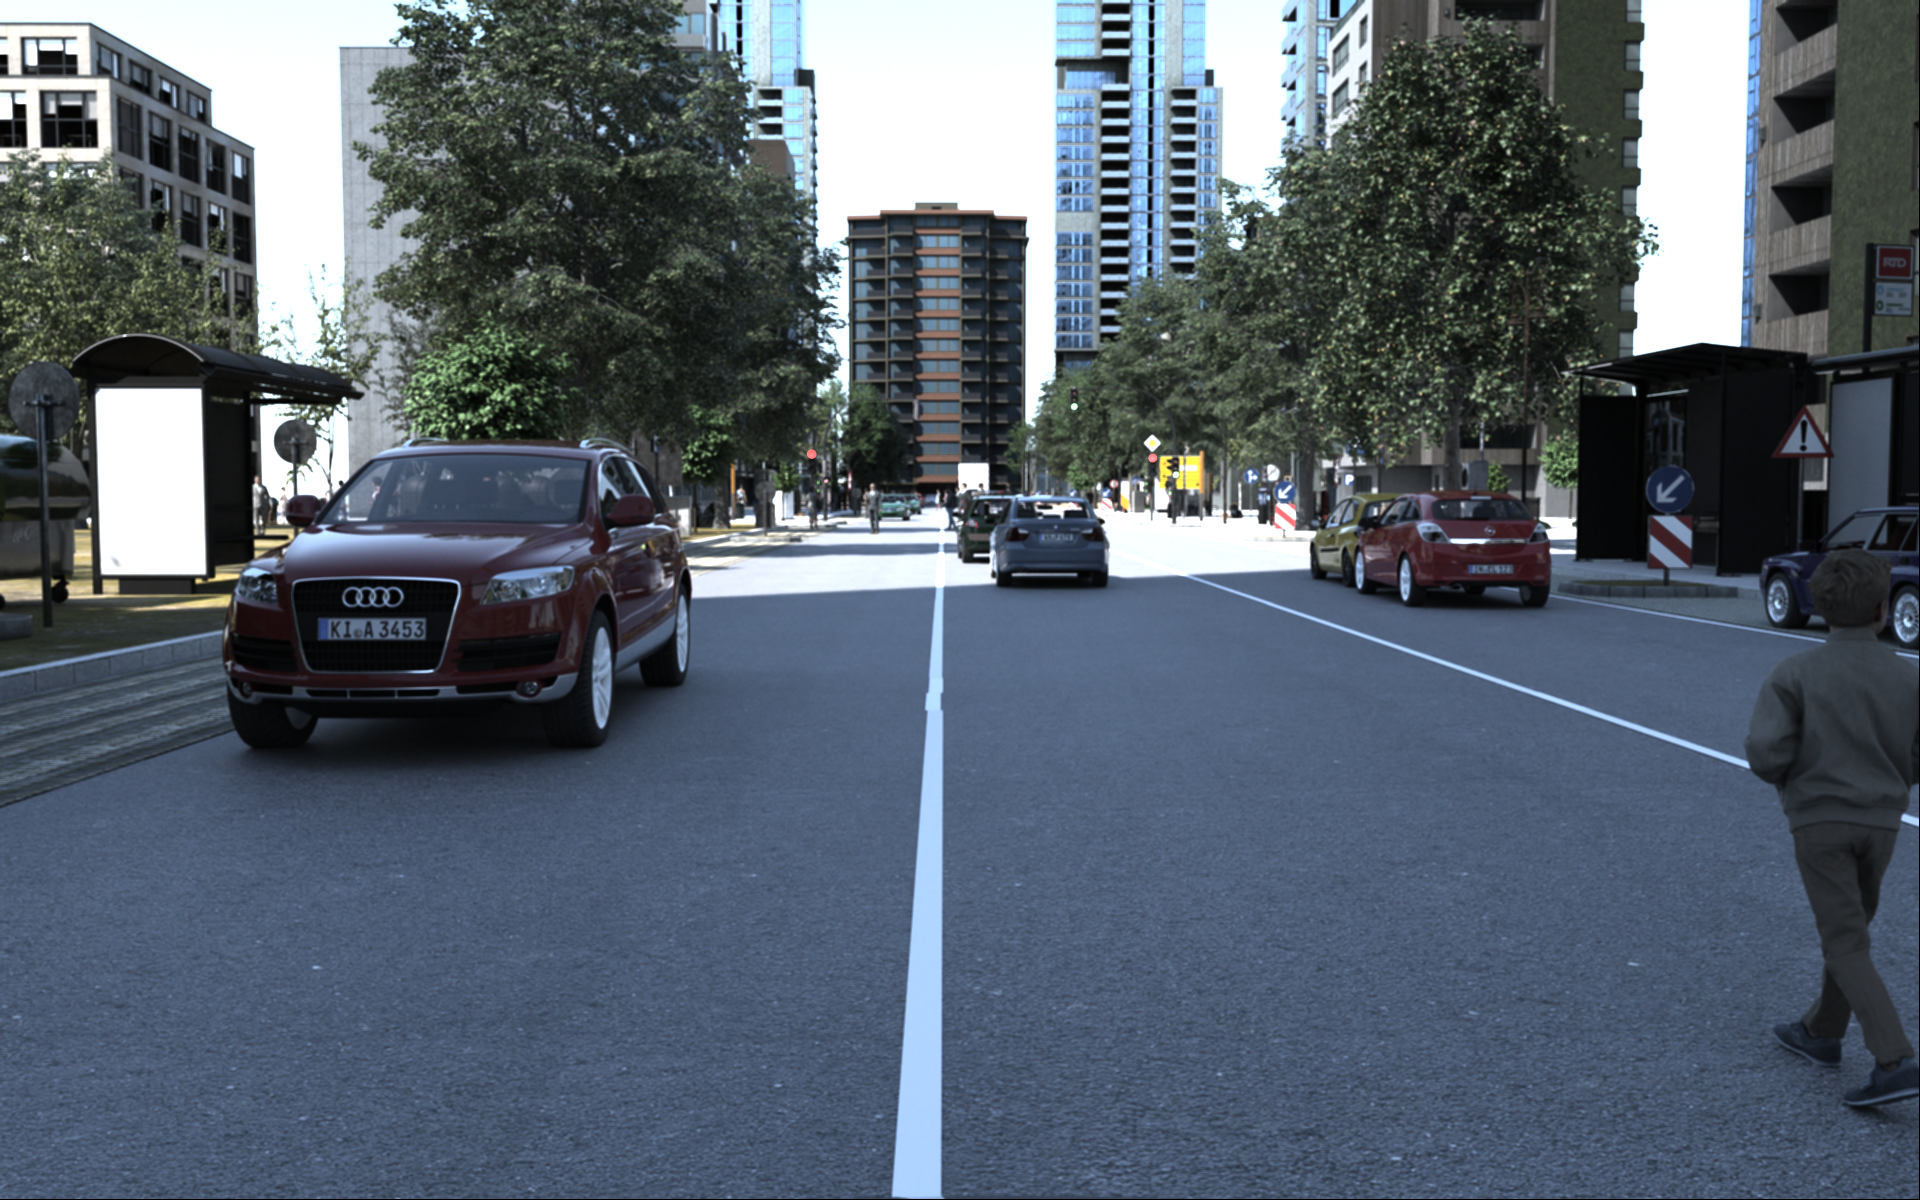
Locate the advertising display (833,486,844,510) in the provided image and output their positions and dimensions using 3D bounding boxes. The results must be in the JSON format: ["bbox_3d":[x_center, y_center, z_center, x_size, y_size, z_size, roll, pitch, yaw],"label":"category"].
[{"bbox_3d":[-9.756,-8.192,139.153,0.974,1.923,0.123,1,4,17],"label":"advertising display"}]

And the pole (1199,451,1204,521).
[{"bbox_3d":[11.414,-5.380,81.813,0.158,3.312,0.155,0,3,0],"label":"pole"}]

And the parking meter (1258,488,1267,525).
[{"bbox_3d":[12.716,-3.934,72.724,0.372,1.533,0.369,0,3,0],"label":"parking meter"}]

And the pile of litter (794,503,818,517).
[{"bbox_3d":[-9.199,-5.128,97.802,1.176,0.858,1.719,3,5,44],"label":"pile of litter"}]

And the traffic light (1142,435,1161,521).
[{"bbox_3d":[9.091,-5.706,82.213,0.839,4.253,0.868,0,4,-1],"label":"traffic light"}]

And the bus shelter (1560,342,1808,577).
[{"bbox_3d":[12.267,-2.361,29.893,1.731,3.624,6.357,0,4,-1],"label":"bus shelter"}]

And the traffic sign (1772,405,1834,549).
[{"bbox_3d":[12.364,-1.557,25.462,0.884,2.594,0.081,0,4,3],"label":"traffic sign"}]

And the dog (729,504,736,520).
[{"bbox_3d":[-11.034,-4.278,84.333,0.513,0.831,0.800,0,4,8],"label":"dog"}]

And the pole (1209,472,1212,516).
[{"bbox_3d":[14.817,-6.641,102.423,0.158,3.312,0.155,0,3,0],"label":"pole"}]

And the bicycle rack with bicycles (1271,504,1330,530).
[{"bbox_3d":[12.592,-3.023,62.803,2.925,0.926,2.852,0,4,-5],"label":"bicycle rack with bicycles"}]

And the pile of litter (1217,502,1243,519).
[{"bbox_3d":[14.049,-4.665,90.243,1.719,0.858,1.176,-2,4,-27],"label":"pile of litter"}]

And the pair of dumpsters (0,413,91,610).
[{"bbox_3d":[-10.996,-0.967,18.307,1.574,2.255,4.437,0,4,-1],"label":"pair of dumpsters"}]

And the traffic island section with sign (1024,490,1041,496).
[{"bbox_3d":[8.167,-10.740,184.234,1.989,1.847,2.006,0,4,-1],"label":"traffic island section with sign"}]

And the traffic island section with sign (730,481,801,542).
[{"bbox_3d":[-5.791,-2.644,51.855,1.989,1.847,2.006,0,4,-1],"label":"traffic island section with sign"}]

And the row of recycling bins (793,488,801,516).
[{"bbox_3d":[-9.807,-5.742,100.987,1.069,1.692,3.534,0,4,-2],"label":"row of recycling bins"}]

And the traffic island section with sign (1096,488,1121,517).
[{"bbox_3d":[8.910,-6.049,107.532,1.989,1.847,2.006,0,4,-1],"label":"traffic island section with sign"}]

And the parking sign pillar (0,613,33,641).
[{"bbox_3d":[-9.054,-1.639,15.266,1.447,3.967,1.447,-2,4,-27],"label":"parking sign pillar"}]

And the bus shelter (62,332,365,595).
[{"bbox_3d":[-10.325,-1.869,24.486,2.014,3.302,5.546,0,4,0],"label":"bus shelter"}]

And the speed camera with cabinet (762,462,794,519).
[{"bbox_3d":[-9.578,-5.866,90.251,2.038,3.252,0.660,3,4,38],"label":"speed camera with cabinet"}]

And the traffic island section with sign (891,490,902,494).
[{"bbox_3d":[-7.297,-12.374,210.943,1.989,1.847,2.006,0,4,-1],"label":"traffic island section with sign"}]

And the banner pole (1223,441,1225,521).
[{"bbox_3d":[12.428,-5.600,81.578,0.401,3.779,0.863,1,4,14],"label":"banner pole"}]

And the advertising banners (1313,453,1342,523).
[{"bbox_3d":[15.583,-4.762,74.039,2.074,3.025,0.090,-2,4,-33],"label":"advertising banners"}]

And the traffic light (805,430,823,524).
[{"bbox_3d":[-6.294,-5.208,74.067,0.839,4.253,0.868,0,4,-1],"label":"traffic light"}]

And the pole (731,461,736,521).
[{"bbox_3d":[-10.907,-5.472,83.303,0.158,3.312,0.155,0,3,0],"label":"pole"}]

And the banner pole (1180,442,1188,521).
[{"bbox_3d":[10.854,-5.728,83.671,0.401,3.779,0.863,0,4,1],"label":"banner pole"}]

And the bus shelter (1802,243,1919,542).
[{"bbox_3d":[14.354,-2.925,25.464,2.179,5.291,8.768,0,4,-1],"label":"bus shelter"}]

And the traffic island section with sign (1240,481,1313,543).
[{"bbox_3d":[9.432,-2.631,51.652,1.989,1.847,2.006,0,4,-1],"label":"traffic island section with sign"}]

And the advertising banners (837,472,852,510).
[{"bbox_3d":[-9.032,-8.521,135.507,0.090,3.025,2.074,-3,4,-37],"label":"advertising banners"}]

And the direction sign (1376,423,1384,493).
[{"bbox_3d":[12.134,-3.554,50.103,0.379,3.537,0.876,0,4,1],"label":"direction sign"}]

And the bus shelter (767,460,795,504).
[{"bbox_3d":[-11.940,-7.724,117.571,1.731,3.624,6.357,0,4,-1],"label":"bus shelter"}]

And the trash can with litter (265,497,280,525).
[{"bbox_3d":[-29.028,-3.781,73.204,0.624,1.170,1.055,-2,4,-26],"label":"trash can with litter"}]

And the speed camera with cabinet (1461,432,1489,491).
[{"bbox_3d":[14.271,-3.320,48.616,0.660,3.252,2.038,0,4,3],"label":"speed camera with cabinet"}]

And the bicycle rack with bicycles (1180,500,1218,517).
[{"bbox_3d":[13.612,-5.284,99.769,2.852,0.926,2.925,-1,4,-9],"label":"bicycle rack with bicycles"}]

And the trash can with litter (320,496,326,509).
[{"bbox_3d":[-30.288,-4.437,83.594,1.678,1.210,2.233,2,4,28],"label":"trash can with litter"}]

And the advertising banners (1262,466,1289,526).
[{"bbox_3d":[12.752,-4.531,70.273,0.090,3.025,2.074,3,5,43],"label":"advertising banners"}]

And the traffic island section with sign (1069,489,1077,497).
[{"bbox_3d":[8.644,-7.727,134.957,1.989,1.847,2.006,0,4,-1],"label":"traffic island section with sign"}]

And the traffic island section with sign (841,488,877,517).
[{"bbox_3d":[-6.321,-6.004,106.791,1.989,1.847,2.006,0,4,-1],"label":"traffic island section with sign"}]

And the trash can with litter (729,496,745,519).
[{"bbox_3d":[-11.448,-4.692,88.106,1.055,1.170,0.624,0,4,4],"label":"trash can with litter"}]

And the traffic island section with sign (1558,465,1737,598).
[{"bbox_3d":[9.691,-0.983,24.698,1.989,1.847,2.006,0,4,-1],"label":"traffic island section with sign"}]

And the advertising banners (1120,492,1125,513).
[{"bbox_3d":[11.210,-7.488,118.617,0.090,3.025,2.074,0,4,-7],"label":"advertising banners"}]

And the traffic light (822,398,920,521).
[{"bbox_3d":[-4.278,-6.571,82.106,4.771,5.953,1.251,0,4,-1],"label":"traffic light"}]

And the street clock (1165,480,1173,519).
[{"bbox_3d":[10.971,-5.266,90.668,0.471,2.002,0.358,-2,4,-34],"label":"street clock"}]

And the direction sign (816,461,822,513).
[{"bbox_3d":[-9.646,-7.715,118.136,0.379,3.537,0.876,3,4,38],"label":"direction sign"}]

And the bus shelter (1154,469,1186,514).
[{"bbox_3d":[13.869,-7.360,114.257,2.014,3.302,5.546,0,4,0],"label":"bus shelter"}]

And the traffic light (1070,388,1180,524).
[{"bbox_3d":[7.076,-6.079,74.067,4.771,5.953,1.251,0,4,-1],"label":"traffic light"}]

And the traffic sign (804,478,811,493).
[{"bbox_3d":[-11.759,-8.223,134.543,0.768,2.556,0.104,1,4,9],"label":"traffic sign"}]

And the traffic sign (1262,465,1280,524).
[{"bbox_3d":[13.408,-4.568,74.791,0.768,2.556,0.104,0,4,0],"label":"traffic sign"}]

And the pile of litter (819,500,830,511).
[{"bbox_3d":[-10.830,-7.313,133.537,1.719,0.858,1.176,2,4,24],"label":"pile of litter"}]

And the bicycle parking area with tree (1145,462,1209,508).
[{"bbox_3d":[20.566,-10.049,151.296,9.016,4.147,8.231,0,4,-3],"label":"bicycle parking area with tree"}]
